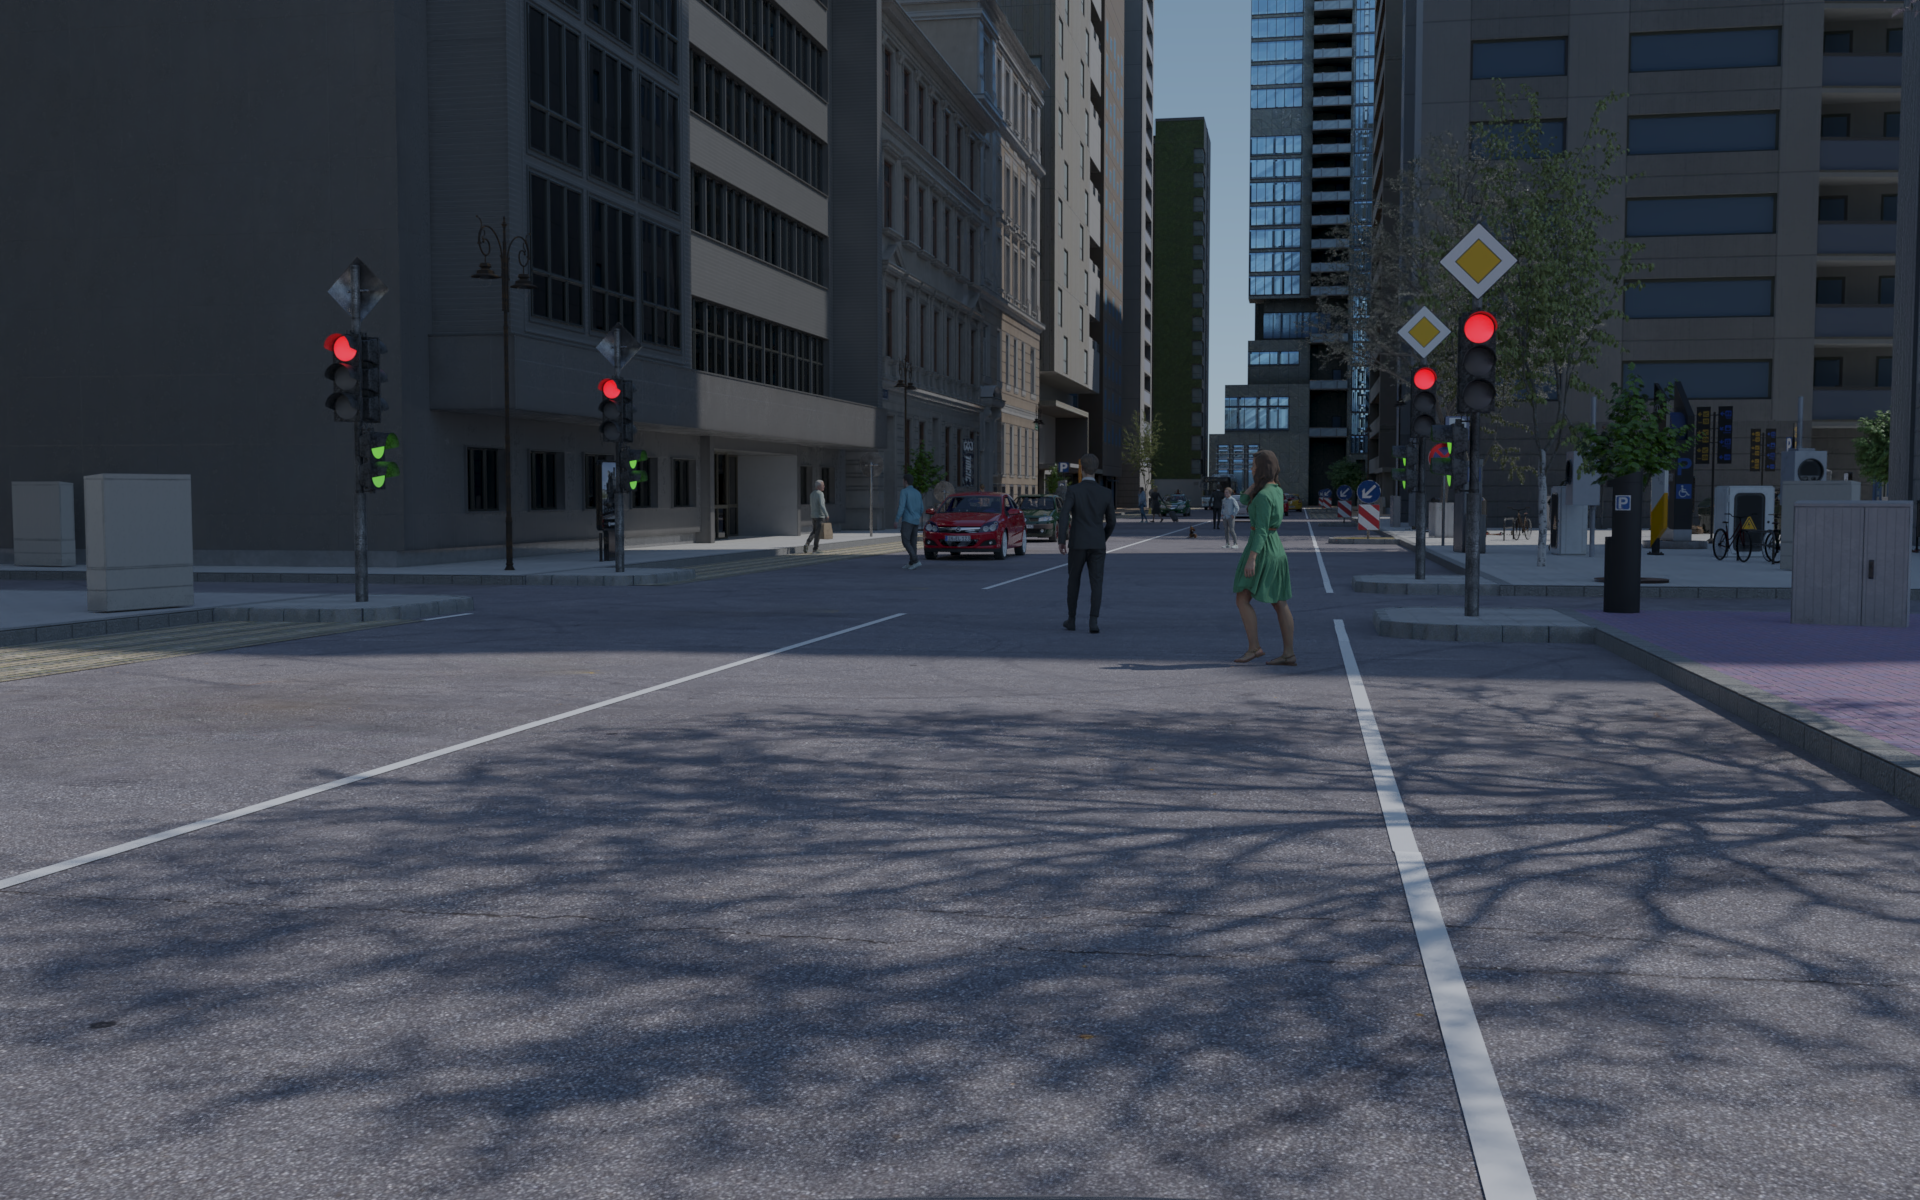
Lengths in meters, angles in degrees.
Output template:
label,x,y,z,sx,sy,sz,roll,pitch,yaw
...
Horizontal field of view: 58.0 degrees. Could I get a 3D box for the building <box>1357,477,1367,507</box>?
label,x,y,z,sx,sy,sz,roll,pitch,yaw
building,53.134,-28.476,157.466,32.217,40.220,23.993,1,4,11

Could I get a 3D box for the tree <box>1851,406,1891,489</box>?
label,x,y,z,sx,sy,sz,roll,pitch,yaw
tree,32.639,-4.680,60.230,4.285,4.588,4.351,0,3,0

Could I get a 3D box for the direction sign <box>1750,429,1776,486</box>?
label,x,y,z,sx,sy,sz,roll,pitch,yaw
direction sign,27.730,-4.151,59.874,0.876,3.537,0.379,0,4,-1

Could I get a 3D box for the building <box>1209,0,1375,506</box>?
label,x,y,z,sx,sy,sz,roll,pitch,yaw
building,43.968,-53.715,190.919,31.000,86.520,22.319,1,4,11

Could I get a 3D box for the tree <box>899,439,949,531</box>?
label,x,y,z,sx,sy,sz,roll,pitch,yaw
tree,-1.196,-4.039,60.632,1.663,3.219,1.824,0,3,0

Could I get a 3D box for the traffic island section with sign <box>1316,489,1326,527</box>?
label,x,y,z,sx,sy,sz,roll,pitch,yaw
traffic island section with sign,16.883,-4.159,76.633,1.989,1.847,2.006,1,4,11

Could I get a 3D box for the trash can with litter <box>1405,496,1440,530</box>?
label,x,y,z,sx,sy,sz,roll,pitch,yaw
trash can with litter,16.894,-3.159,62.711,2.233,1.210,1.678,-2,4,-26

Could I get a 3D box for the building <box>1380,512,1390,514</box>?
label,x,y,z,sx,sy,sz,roll,pitch,yaw
building,43.902,-25.704,112.134,32.217,40.220,23.993,1,4,11

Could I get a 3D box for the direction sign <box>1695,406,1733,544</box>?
label,x,y,z,sx,sy,sz,roll,pitch,yaw
direction sign,19.481,-3.230,44.804,0.876,3.537,0.379,2,4,35

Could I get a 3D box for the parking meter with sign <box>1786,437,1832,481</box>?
label,x,y,z,sx,sy,sz,roll,pitch,yaw
parking meter with sign,26.141,-3.456,52.774,1.738,3.016,0.543,0,4,8

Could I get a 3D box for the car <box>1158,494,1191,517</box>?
label,x,y,z,sx,sy,sz,roll,pitch,yaw
car,13.838,-6.103,111.581,2.131,1.459,4.920,1,4,12

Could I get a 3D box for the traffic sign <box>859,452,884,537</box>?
label,x,y,z,sx,sy,sz,roll,pitch,yaw
traffic sign,-2.673,-3.177,52.048,0.768,2.556,0.104,1,4,13

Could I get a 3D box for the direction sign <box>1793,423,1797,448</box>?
label,x,y,z,sx,sy,sz,roll,pitch,yaw
direction sign,26.821,-3.889,55.575,0.379,3.537,0.876,3,4,39

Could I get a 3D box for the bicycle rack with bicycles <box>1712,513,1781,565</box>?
label,x,y,z,sx,sy,sz,roll,pitch,yaw
bicycle rack with bicycles,15.615,-1.150,32.177,2.852,0.926,2.925,0,4,6

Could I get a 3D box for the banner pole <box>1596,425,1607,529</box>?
label,x,y,z,sx,sy,sz,roll,pitch,yaw
banner pole,23.271,-4.470,63.102,0.863,3.779,0.401,-2,4,-33

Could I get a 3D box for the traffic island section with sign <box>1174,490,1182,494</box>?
label,x,y,z,sx,sy,sz,roll,pitch,yaw
traffic island section with sign,19.523,-8.937,154.751,1.989,1.847,2.006,1,4,11

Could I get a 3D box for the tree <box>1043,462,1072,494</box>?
label,x,y,z,sx,sy,sz,roll,pitch,yaw
tree,5.602,-6.579,102.161,1.663,3.219,1.824,0,3,0

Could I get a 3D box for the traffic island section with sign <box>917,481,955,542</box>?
label,x,y,z,sx,sy,sz,roll,pitch,yaw
traffic island section with sign,-0.531,-2.688,52.582,1.989,1.847,2.006,1,4,11

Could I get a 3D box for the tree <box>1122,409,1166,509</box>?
label,x,y,z,sx,sy,sz,roll,pitch,yaw
tree,15.848,-12.137,148.796,4.737,8.622,4.395,0,3,0

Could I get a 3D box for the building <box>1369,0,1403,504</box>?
label,x,y,z,sx,sy,sz,roll,pitch,yaw
building,43.662,-31.326,135.878,21.300,48.544,21.600,1,4,11

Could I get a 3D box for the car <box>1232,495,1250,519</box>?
label,x,y,z,sx,sy,sz,roll,pitch,yaw
car,14.719,-4.762,90.228,2.083,1.381,4.827,1,4,11

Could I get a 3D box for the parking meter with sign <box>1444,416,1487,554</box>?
label,x,y,z,sx,sy,sz,roll,pitch,yaw
parking meter with sign,11.147,-2.555,38.041,0.543,3.016,1.738,0,4,-2

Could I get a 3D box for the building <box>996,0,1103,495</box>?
label,x,y,z,sx,sy,sz,roll,pitch,yaw
building,-4.992,-32.343,118.051,28.713,52.752,27.495,1,4,11

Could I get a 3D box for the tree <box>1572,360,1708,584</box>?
label,x,y,z,sx,sy,sz,roll,pitch,yaw
tree,9.703,-1.876,25.268,1.663,3.219,1.824,0,3,0

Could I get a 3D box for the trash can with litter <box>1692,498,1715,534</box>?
label,x,y,z,sx,sy,sz,roll,pitch,yaw
trash can with litter,23.800,-2.691,55.383,1.055,1.170,0.624,-2,4,-33

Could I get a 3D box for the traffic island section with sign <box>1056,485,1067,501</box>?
label,x,y,z,sx,sy,sz,roll,pitch,yaw
traffic island section with sign,4.694,-4.319,79.237,1.989,1.847,2.006,1,4,11

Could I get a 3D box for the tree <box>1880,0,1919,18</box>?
label,x,y,z,sx,sy,sz,roll,pitch,yaw
tree,6.876,-5.981,8.166,12.009,13.543,11.850,0,3,0

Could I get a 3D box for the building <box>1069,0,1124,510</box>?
label,x,y,z,sx,sy,sz,roll,pitch,yaw
building,5.329,-29.807,137.463,14.600,45.320,14.200,1,4,11

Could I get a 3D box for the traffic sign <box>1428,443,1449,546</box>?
label,x,y,z,sx,sy,sz,roll,pitch,yaw
traffic sign,11.957,-2.611,42.801,0.768,2.556,0.104,1,4,15

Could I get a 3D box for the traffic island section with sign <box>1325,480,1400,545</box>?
label,x,y,z,sx,sy,sz,roll,pitch,yaw
traffic island section with sign,11.702,-2.541,50.179,1.989,1.847,2.006,1,4,11

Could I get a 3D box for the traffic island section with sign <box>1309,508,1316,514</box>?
label,x,y,z,sx,sy,sz,roll,pitch,yaw
traffic island section with sign,26.614,-7.188,126.146,1.989,1.847,2.006,1,4,11

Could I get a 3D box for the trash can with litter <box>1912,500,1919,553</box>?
label,x,y,z,sx,sy,sz,roll,pitch,yaw
trash can with litter,20.999,-1.654,38.099,1.678,1.210,2.233,-2,4,-28

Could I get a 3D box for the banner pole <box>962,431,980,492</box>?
label,x,y,z,sx,sy,sz,roll,pitch,yaw
banner pole,0.489,-4.818,68.796,0.863,3.779,0.401,0,4,-3

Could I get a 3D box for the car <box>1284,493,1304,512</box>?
label,x,y,z,sx,sy,sz,roll,pitch,yaw
car,26.478,-7.842,138.433,2.015,1.641,3.980,1,4,10

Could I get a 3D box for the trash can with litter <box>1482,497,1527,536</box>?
label,x,y,z,sx,sy,sz,roll,pitch,yaw
trash can with litter,16.549,-2.620,53.897,2.233,1.210,1.678,0,4,6

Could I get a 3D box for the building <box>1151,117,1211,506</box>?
label,x,y,z,sx,sy,sz,roll,pitch,yaw
building,20.395,-31.104,192.143,14.086,41.232,14.154,1,4,11

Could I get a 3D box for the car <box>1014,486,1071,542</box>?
label,x,y,z,sx,sy,sz,roll,pitch,yaw
car,2.322,-2.633,52.835,2.009,1.686,4.222,1,4,12

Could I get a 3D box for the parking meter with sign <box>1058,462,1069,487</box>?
label,x,y,z,sx,sy,sz,roll,pitch,yaw
parking meter with sign,5.551,-5.998,94.335,0.543,3.016,1.738,1,4,10

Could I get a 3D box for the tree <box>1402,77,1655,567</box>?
label,x,y,z,sx,sy,sz,roll,pitch,yaw
tree,10.130,-4.888,30.283,4.737,8.622,4.395,0,3,0

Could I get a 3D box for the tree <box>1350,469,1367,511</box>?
label,x,y,z,sx,sy,sz,roll,pitch,yaw
tree,30.853,-8.518,133.875,1.663,3.219,1.824,0,3,0

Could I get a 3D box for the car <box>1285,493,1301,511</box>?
label,x,y,z,sx,sy,sz,roll,pitch,yaw
car,27.329,-8.269,144.244,2.155,1.783,4.494,1,4,10

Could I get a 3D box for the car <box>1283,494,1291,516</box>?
label,x,y,z,sx,sy,sz,roll,pitch,yaw
car,20.754,-6.432,114.210,2.155,1.783,4.494,1,4,10

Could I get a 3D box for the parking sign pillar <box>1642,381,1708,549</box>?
label,x,y,z,sx,sy,sz,roll,pitch,yaw
parking sign pillar,16.893,-3.201,40.810,1.447,3.967,1.447,0,4,8

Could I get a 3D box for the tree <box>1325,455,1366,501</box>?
label,x,y,z,sx,sy,sz,roll,pitch,yaw
tree,32.579,-9.957,146.507,4.285,4.588,4.351,0,3,0

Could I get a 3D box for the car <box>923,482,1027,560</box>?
label,x,y,z,sx,sy,sz,roll,pitch,yaw
car,0.372,-1.842,39.165,2.155,1.783,4.494,1,4,11

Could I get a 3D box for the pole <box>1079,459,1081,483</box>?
label,x,y,z,sx,sy,sz,roll,pitch,yaw
pole,7.025,-6.583,101.477,0.158,3.312,0.155,0,3,0

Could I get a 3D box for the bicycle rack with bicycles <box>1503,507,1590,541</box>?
label,x,y,z,sx,sy,sz,roll,pitch,yaw
bicycle rack with bicycles,16.274,-2.114,47.940,2.852,0.926,2.925,2,4,27

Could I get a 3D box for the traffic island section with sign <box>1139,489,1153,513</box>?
label,x,y,z,sx,sy,sz,roll,pitch,yaw
traffic island section with sign,14.325,-7.319,128.300,1.989,1.847,2.006,1,4,11

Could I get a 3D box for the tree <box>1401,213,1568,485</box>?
label,x,y,z,sx,sy,sz,roll,pitch,yaw
tree,13.467,-5.802,45.226,4.360,8.622,3.978,0,3,0
